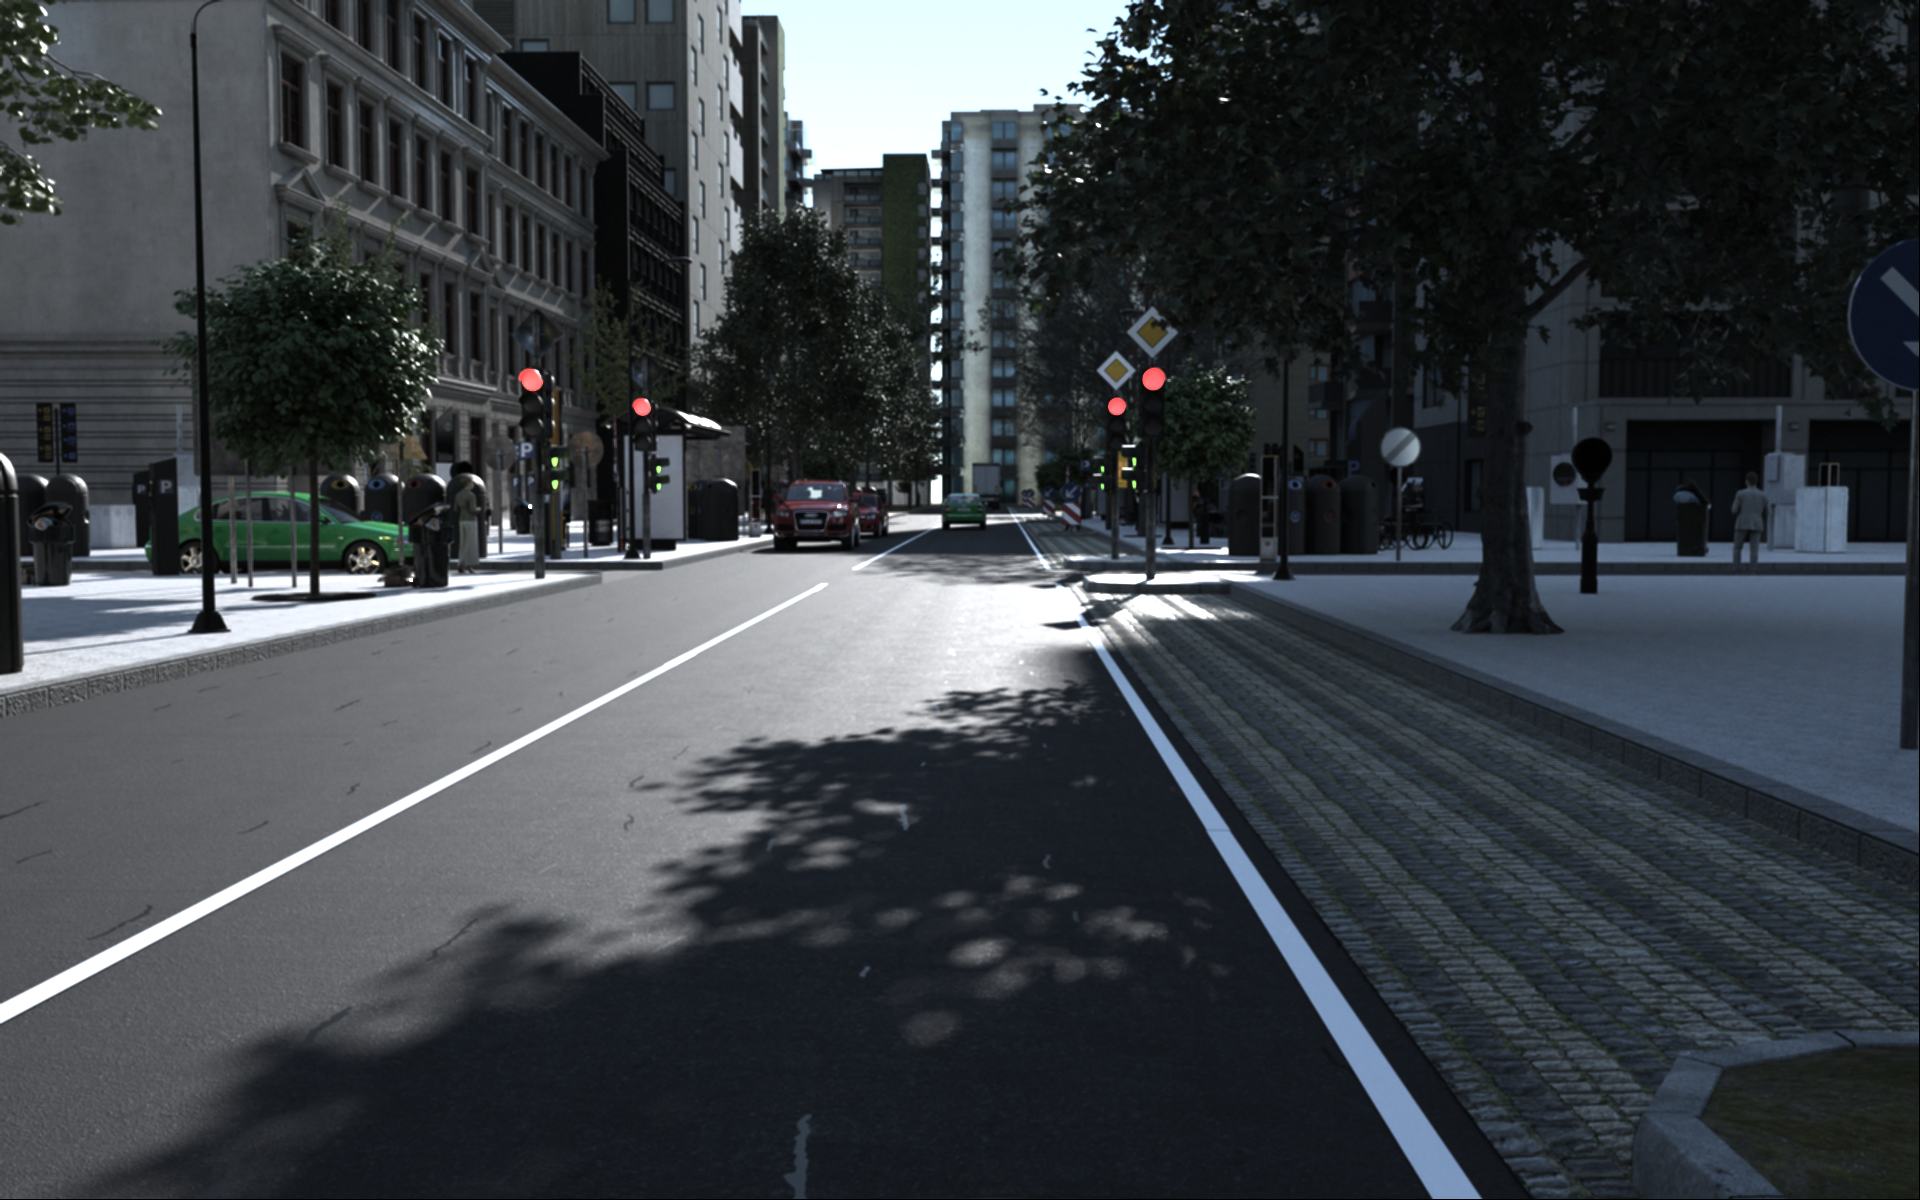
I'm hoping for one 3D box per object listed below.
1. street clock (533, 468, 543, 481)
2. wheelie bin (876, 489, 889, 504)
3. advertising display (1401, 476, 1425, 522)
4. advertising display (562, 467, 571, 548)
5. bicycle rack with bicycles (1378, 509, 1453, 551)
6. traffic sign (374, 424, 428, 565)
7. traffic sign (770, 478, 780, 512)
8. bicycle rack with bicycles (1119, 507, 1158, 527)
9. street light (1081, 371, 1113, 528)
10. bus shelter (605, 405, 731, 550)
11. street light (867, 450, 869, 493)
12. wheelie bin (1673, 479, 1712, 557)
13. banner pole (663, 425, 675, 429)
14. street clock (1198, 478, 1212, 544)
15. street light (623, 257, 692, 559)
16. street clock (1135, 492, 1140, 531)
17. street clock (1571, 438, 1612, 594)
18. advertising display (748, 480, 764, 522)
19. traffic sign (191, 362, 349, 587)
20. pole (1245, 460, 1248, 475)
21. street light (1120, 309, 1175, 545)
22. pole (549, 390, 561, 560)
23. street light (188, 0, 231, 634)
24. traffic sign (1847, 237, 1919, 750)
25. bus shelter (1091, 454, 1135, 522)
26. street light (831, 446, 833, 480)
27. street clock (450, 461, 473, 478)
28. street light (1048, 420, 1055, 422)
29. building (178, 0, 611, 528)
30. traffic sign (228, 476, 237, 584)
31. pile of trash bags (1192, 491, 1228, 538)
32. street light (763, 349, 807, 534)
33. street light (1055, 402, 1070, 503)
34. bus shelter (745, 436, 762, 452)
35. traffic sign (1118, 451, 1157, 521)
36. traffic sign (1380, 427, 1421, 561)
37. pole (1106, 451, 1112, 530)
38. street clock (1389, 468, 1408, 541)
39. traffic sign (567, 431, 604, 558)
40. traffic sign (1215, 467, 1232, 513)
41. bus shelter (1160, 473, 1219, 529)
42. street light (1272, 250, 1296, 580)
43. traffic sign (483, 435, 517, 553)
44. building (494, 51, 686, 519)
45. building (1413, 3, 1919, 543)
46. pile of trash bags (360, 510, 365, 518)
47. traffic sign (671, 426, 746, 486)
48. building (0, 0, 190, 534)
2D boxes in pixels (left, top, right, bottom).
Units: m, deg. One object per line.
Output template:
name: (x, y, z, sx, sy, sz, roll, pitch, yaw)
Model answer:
street clock: (-11.793, -2.717, 48.997, 0.471, 2.002, 0.358, 0, 4, 5)
wheelie bin: (-4.951, -6.195, 109.194, 0.980, 1.594, 0.693, -1, 4, -22)
advertising display: (16.257, -3.502, 62.476, 0.974, 1.923, 0.123, 2, 4, 30)
advertising display: (-9.469, -2.192, 41.050, 0.123, 1.923, 0.974, 1, 4, 9)
bicycle rack with bicycles: (10.256, -1.657, 40.479, 2.925, 0.926, 2.852, -1, 4, -20)
traffic sign: (-8.635, -1.633, 26.707, 0.884, 2.594, 0.081, 1, 4, 9)
traffic sign: (-8.739, -5.031, 82.253, 0.884, 2.594, 0.081, 0, 4, 6)
bicycle rack with bicycles: (7.439, -3.403, 69.019, 2.925, 0.926, 2.852, 3, 4, 38)
street light: (5.233, -5.691, 65.596, 1.470, 5.913, 1.316, 0, 4, 1)
bus shelter: (-6.972, -2.942, 42.029, 2.014, 3.302, 5.546, 0, 4, 1)
street light: (-4.690, -7.710, 98.601, 1.470, 5.913, 1.316, 0, 4, 1)
wheelie bin: (15.087, -1.700, 35.696, 0.693, 1.594, 0.980, 2, 4, 28)
banner pole: (-9.494, -4.011, 55.599, 0.863, 3.779, 0.401, 2, 4, 26)
street clock: (6.284, -2.437, 44.415, 0.358, 2.002, 0.471, 2, 4, 29)
street light: (-5.953, -3.767, 34.129, 1.470, 5.913, 1.316, 0, 4, 1)
street clock: (6.249, -3.407, 60.282, 0.358, 2.002, 0.471, -2, 4, -30)
street clock: (8.137, -1.088, 22.360, 0.471, 2.002, 0.358, 1, 4, 12)
advertising display: (-9.436, -4.579, 80.086, 0.123, 1.923, 0.974, 3, 4, 36)
traffic sign: (-9.457, -1.826, 23.731, 2.265, 3.308, 0.079, 0, 4, 8)
pole: (15.241, -6.012, 92.143, 0.158, 3.312, 0.155, 0, 3, 0)
street light: (4.732, -4.353, 43.719, 1.470, 5.913, 1.316, 0, 4, 1)
pole: (-7.941, -2.452, 33.928, 0.158, 3.312, 0.155, 0, 3, 0)
street light: (-6.438, -2.652, 15.906, 1.470, 5.913, 1.316, 0, 4, 1)
traffic sign: (4.784, -0.523, 8.653, 0.768, 2.556, 0.104, 0, 4, 4)
bus shelter: (7.468, -5.466, 83.292, 2.014, 3.302, 5.546, 0, 4, 1)
street light: (-5.170, -6.396, 77.111, 1.470, 5.913, 1.316, 0, 4, 1)
street clock: (-11.013, -2.064, 38.319, 0.358, 2.002, 0.471, 2, 4, 32)
street light: (6.190, -8.331, 108.751, 1.470, 5.913, 1.316, 0, 4, 1)
building: (-23.407, -14.691, 76.353, 11.583, 22.565, 21.152, 0, 4, 1)
traffic sign: (-10.415, -1.508, 24.767, 0.768, 2.556, 0.104, 1, 4, 9)
pile of trash bags: (7.864, -2.590, 52.094, 1.912, 1.369, 3.447, -1, 4, -20)
street light: (-5.608, -5.081, 55.621, 1.470, 5.913, 1.316, 0, 4, 1)
street light: (5.672, -7.006, 87.086, 1.470, 5.913, 1.316, 0, 4, 1)
bus shelter: (-7.679, -3.748, 55.198, 2.014, 3.302, 5.546, 0, 4, 1)
traffic sign: (7.950, -5.252, 79.735, 2.265, 3.308, 0.079, 1, 4, 11)
traffic sign: (8.407, -2.021, 33.143, 0.768, 2.556, 0.104, 0, 4, 8)
pole: (5.329, -4.173, 62.075, 0.158, 3.312, 0.155, 0, 3, 0)
street clock: (12.059, -2.637, 47.685, 0.471, 2.002, 0.358, 3, 5, 44)
traffic sign: (-7.537, -2.123, 34.817, 0.768, 2.556, 0.104, 0, 4, 7)
traffic sign: (8.705, -3.539, 57.971, 0.768, 2.556, 0.104, 0, 4, 5)
bus shelter: (8.093, -4.117, 61.239, 2.014, 3.302, 5.546, 0, 4, 1)
street light: (4.312, -3.257, 25.788, 1.470, 5.913, 1.316, 0, 4, 1)
traffic sign: (-9.989, -2.293, 37.596, 0.768, 2.556, 0.104, 1, 4, 10)
building: (-22.656, -16.242, 95.240, 12.332, 23.373, 15.834, 0, 4, 1)
building: (27.040, -37.595, 52.935, 20.611, 71.187, 20.563, 0, 4, 1)
pile of trash bags: (-13.421, -1.758, 38.492, 1.912, 1.369, 3.447, 3, 5, 44)
traffic sign: (-7.533, -3.544, 51.812, 2.265, 3.308, 0.079, 0, 4, 5)
building: (-22.922, -13.399, 55.224, 11.583, 22.565, 21.152, 0, 4, 1)
